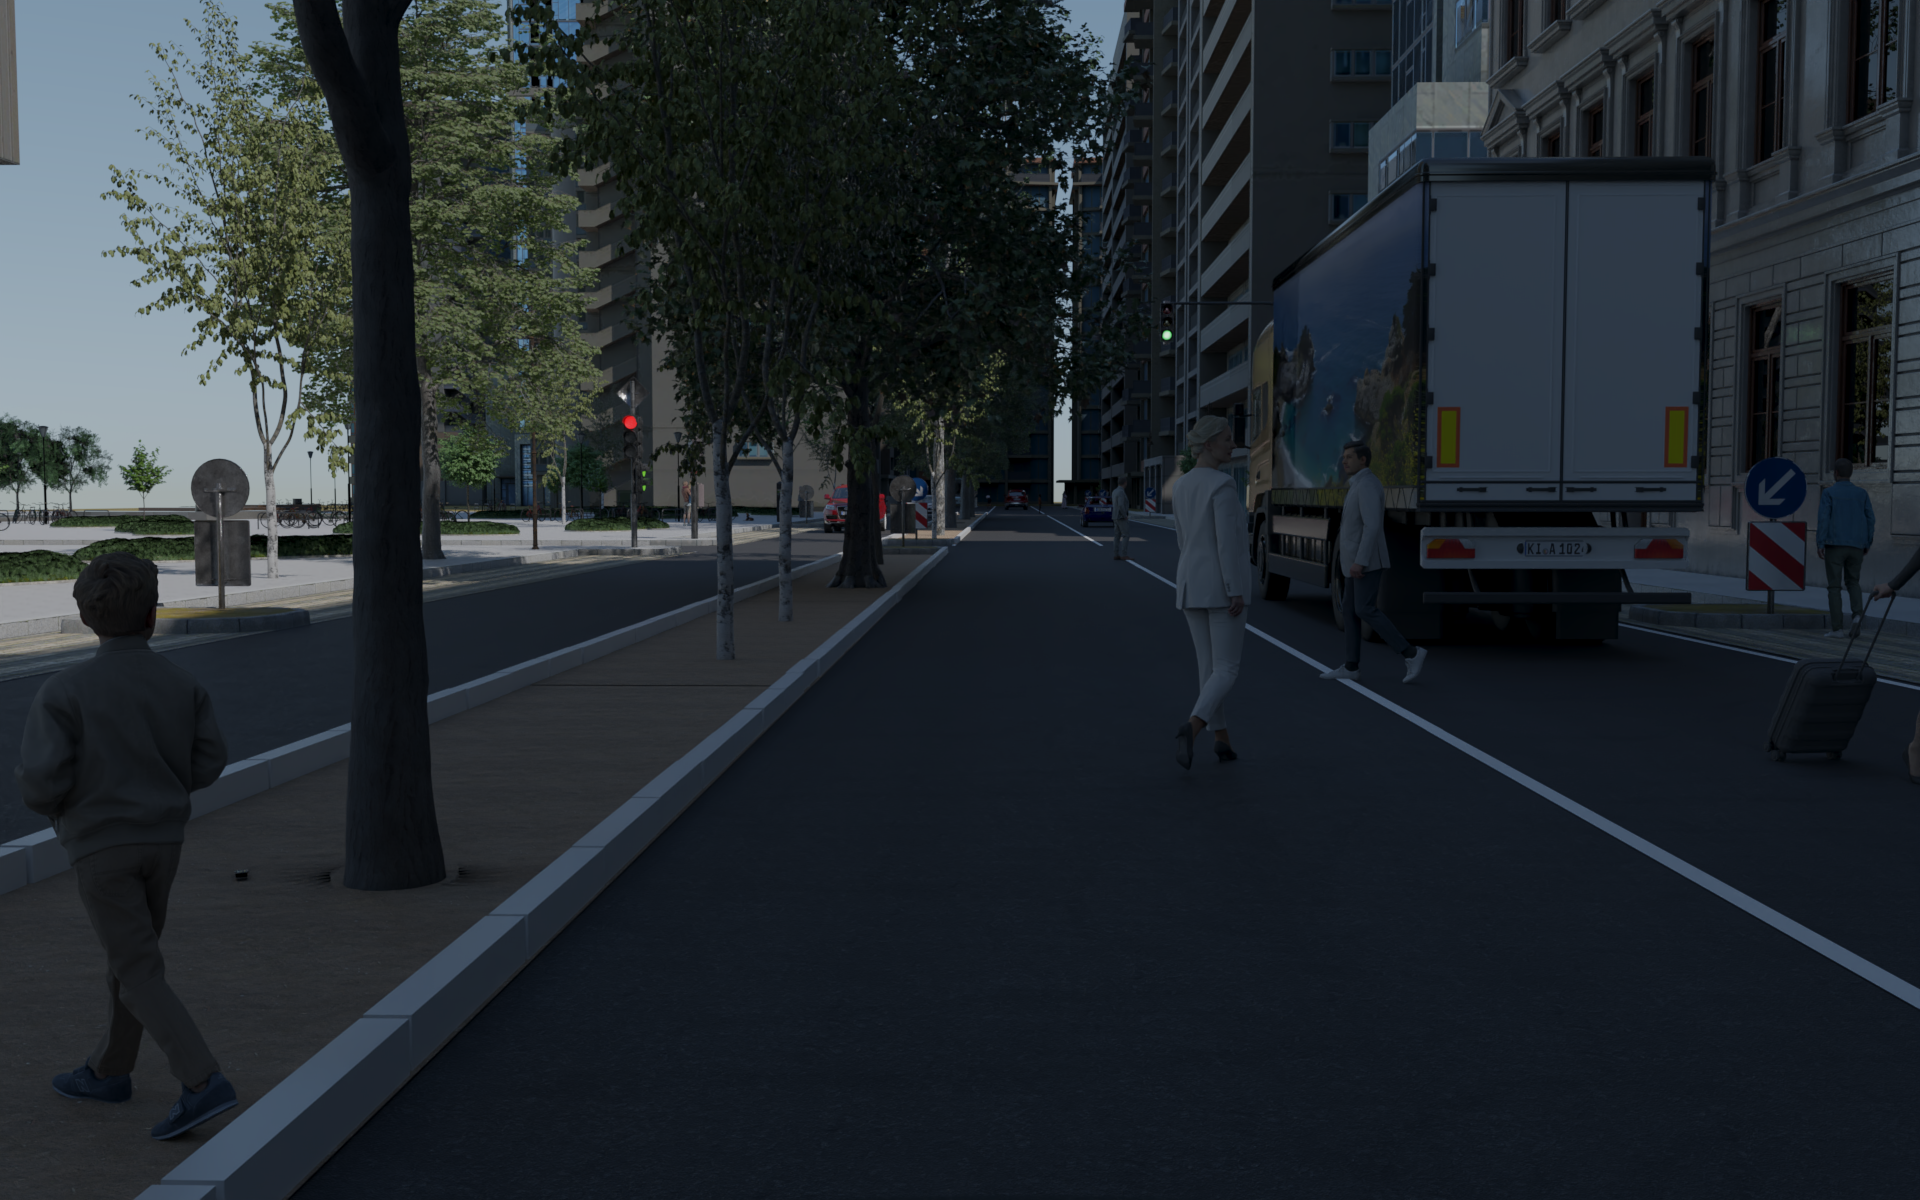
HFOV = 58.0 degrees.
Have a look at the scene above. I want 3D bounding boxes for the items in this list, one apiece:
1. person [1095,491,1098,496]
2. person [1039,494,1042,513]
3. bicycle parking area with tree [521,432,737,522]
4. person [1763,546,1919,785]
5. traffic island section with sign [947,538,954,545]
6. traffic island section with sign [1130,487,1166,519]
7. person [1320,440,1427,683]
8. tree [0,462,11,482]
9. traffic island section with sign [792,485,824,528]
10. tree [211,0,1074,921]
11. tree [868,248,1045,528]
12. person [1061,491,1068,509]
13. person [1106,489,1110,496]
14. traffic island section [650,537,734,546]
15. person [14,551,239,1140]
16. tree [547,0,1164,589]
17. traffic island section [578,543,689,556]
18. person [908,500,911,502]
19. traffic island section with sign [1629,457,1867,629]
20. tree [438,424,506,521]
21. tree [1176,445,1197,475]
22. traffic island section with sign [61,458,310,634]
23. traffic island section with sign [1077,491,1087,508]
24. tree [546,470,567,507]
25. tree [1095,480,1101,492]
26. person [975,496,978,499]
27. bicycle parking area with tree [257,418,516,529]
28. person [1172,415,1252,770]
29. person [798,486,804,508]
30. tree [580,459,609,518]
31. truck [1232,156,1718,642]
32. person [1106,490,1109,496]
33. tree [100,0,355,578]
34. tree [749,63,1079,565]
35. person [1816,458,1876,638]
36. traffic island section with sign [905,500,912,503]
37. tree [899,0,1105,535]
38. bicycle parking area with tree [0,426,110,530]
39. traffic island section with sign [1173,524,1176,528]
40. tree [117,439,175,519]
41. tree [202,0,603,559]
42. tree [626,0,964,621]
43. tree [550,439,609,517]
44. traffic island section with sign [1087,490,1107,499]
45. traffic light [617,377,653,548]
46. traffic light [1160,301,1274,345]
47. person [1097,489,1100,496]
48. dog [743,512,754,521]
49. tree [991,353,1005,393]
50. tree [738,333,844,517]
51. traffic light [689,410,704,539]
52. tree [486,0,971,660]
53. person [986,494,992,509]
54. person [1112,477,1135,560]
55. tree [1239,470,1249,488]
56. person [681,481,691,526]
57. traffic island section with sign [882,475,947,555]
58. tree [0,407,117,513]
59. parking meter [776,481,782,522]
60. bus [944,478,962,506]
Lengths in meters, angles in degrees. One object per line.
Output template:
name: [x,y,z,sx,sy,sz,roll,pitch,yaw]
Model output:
person: [13.151,-9.585,165.895,0.721,1.739,1.217,0,4,-3]
person: [5.944,-7.121,128.182,0.557,1.426,1.065,0,4,4]
bicycle parking area with tree: [-15.374,-5.758,81.143,8.231,4.147,9.016,2,4,33]
person: [4.824,0.003,8.664,0.699,1.804,1.509,-1,4,-11]
traffic island section with sign: [-1.193,-2.500,49.017,2.006,1.907,1.989,0,4,2]
traffic island section with sign: [10.883,-5.625,100.593,1.989,1.847,2.006,0,4,2]
person: [3.167,-0.300,13.245,0.795,1.843,0.661,1,4,12]
tree: [-30.422,-3.588,53.272,1.663,3.219,1.824,0,3,0]
traffic island section with sign: [-6.582,-4.029,74.498,1.989,1.847,2.006,0,4,2]
tree: [-2.058,-5.688,5.830,12.009,13.543,11.850,0,3,0]
tree: [-0.478,-10.004,72.679,9.857,13.997,8.962,0,3,0]
person: [10.155,-9.731,168.263,0.621,1.740,0.551,1,4,19]
person: [14.931,-10.382,176.240,0.683,1.767,0.568,1,4,19]
traffic island section: [-7.607,-1.667,49.540,2.009,0.180,2.903,0,4,2]
person: [-1.887,0.542,3.903,0.640,1.303,0.475,1,4,22]
tree: [-1.546,-6.536,26.335,9.611,12.733,9.660,0,3,0]
traffic island section: [-7.831,-1.179,41.558,2.009,0.180,2.903,0,4,2]
person: [-4.178,-8.038,139.935,0.705,1.823,1.348,0,4,-8]
traffic island section with sign: [8.597,-0.648,19.217,1.989,1.847,2.006,0,4,2]
tree: [-22.455,-5.848,79.323,4.285,4.588,4.351,0,3,0]
tree: [14.090,-7.097,99.755,4.285,4.588,4.351,0,3,0]
traffic island section with sign: [-8.149,-0.607,18.556,1.989,1.847,2.006,0,4,2]
traffic island section with sign: [13.064,-10.390,178.503,1.989,1.847,2.006,0,4,2]
tree: [-28.228,-7.740,121.144,1.663,3.219,1.824,0,3,0]
tree: [16.436,-12.600,200.615,1.663,3.219,1.824,0,3,0]
person: [1.142,-10.193,175.295,1.348,1.807,0.705,1,4,11]
bicycle parking area with tree: [-22.955,-4.882,66.821,9.016,4.147,8.231,0,4,4]
person: [1.279,-0.041,9.042,0.514,1.842,0.818,3,5,39]
person: [-10.137,-6.313,109.655,0.834,1.777,0.661,-1,4,-14]
tree: [-19.248,-6.006,92.805,1.663,3.219,1.824,0,3,0]
truck: [5.172,-1.903,20.035,2.839,4.237,11.283,0,4,1]
person: [14.809,-10.271,174.766,0.721,1.735,1.217,0,4,4]
tree: [-10.440,-4.620,25.894,4.737,8.622,4.395,0,3,0]
tree: [-1.648,-6.008,35.096,8.767,10.594,7.601,0,4,2]
person: [8.742,-0.506,17.114,0.601,1.785,0.444,0,4,7]
traffic island section with sign: [-4.420,-8.749,151.668,1.989,1.847,2.006,0,4,2]
tree: [-1.923,-12.336,60.045,12.611,20.169,13.585,0,3,0]
bicycle parking area with tree: [-39.961,-5.122,70.754,9.016,4.147,8.231,3,5,44]
traffic island section with sign: [10.116,-3.977,73.649,1.989,1.847,2.006,0,4,2]
tree: [-28.606,-4.025,60.416,1.663,3.219,1.824,0,3,0]
tree: [-10.818,-7.068,33.694,7.486,12.596,7.792,0,3,0]
tree: [-1.962,-4.072,19.395,4.360,8.622,3.978,0,3,0]
tree: [-21.593,-7.046,98.913,4.285,4.588,4.351,0,3,0]
traffic island section with sign: [12.284,-8.694,150.775,1.989,1.847,2.006,0,4,2]
traffic light: [-7.791,-3.211,41.422,0.839,4.253,0.868,0,4,2]
traffic light: [7.070,-4.050,40.882,4.771,5.953,1.251,0,4,2]
person: [15.191,-11.197,189.252,0.705,1.807,1.348,1,4,11]
dog: [-10.038,-3.941,82.166,0.550,0.427,0.748,0,4,-7]
tree: [-0.716,-5.953,50.153,4.737,8.622,4.395,0,3,0]
tree: [-9.686,-10.398,95.755,9.928,11.665,9.643,0,3,0]
traffic light: [-5.474,-4.570,49.381,4.771,5.953,1.251,0,4,2]
tree: [-1.986,-3.769,14.438,4.737,8.622,4.395,0,3,0]
person: [2.811,-9.690,170.116,0.799,1.438,0.628,3,4,36]
person: [3.494,-1.774,37.609,0.391,1.810,0.635,-1,4,-23]
tree: [12.707,-4.750,72.268,1.663,3.219,1.824,0,3,0]
person: [-10.936,-3.899,69.762,0.580,1.828,0.573,0,4,-4]
traffic island section with sign: [-1.410,-2.047,41.613,2.006,1.907,1.989,0,4,2]
tree: [-63.054,-9.108,111.830,11.467,7.101,20.602,-1,4,-8]
parking meter: [-8.226,-4.500,79.279,0.255,1.863,0.399,1,4,13]
bus: [-0.662,-11.965,190.482,2.948,3.499,13.247,0,4,2]
